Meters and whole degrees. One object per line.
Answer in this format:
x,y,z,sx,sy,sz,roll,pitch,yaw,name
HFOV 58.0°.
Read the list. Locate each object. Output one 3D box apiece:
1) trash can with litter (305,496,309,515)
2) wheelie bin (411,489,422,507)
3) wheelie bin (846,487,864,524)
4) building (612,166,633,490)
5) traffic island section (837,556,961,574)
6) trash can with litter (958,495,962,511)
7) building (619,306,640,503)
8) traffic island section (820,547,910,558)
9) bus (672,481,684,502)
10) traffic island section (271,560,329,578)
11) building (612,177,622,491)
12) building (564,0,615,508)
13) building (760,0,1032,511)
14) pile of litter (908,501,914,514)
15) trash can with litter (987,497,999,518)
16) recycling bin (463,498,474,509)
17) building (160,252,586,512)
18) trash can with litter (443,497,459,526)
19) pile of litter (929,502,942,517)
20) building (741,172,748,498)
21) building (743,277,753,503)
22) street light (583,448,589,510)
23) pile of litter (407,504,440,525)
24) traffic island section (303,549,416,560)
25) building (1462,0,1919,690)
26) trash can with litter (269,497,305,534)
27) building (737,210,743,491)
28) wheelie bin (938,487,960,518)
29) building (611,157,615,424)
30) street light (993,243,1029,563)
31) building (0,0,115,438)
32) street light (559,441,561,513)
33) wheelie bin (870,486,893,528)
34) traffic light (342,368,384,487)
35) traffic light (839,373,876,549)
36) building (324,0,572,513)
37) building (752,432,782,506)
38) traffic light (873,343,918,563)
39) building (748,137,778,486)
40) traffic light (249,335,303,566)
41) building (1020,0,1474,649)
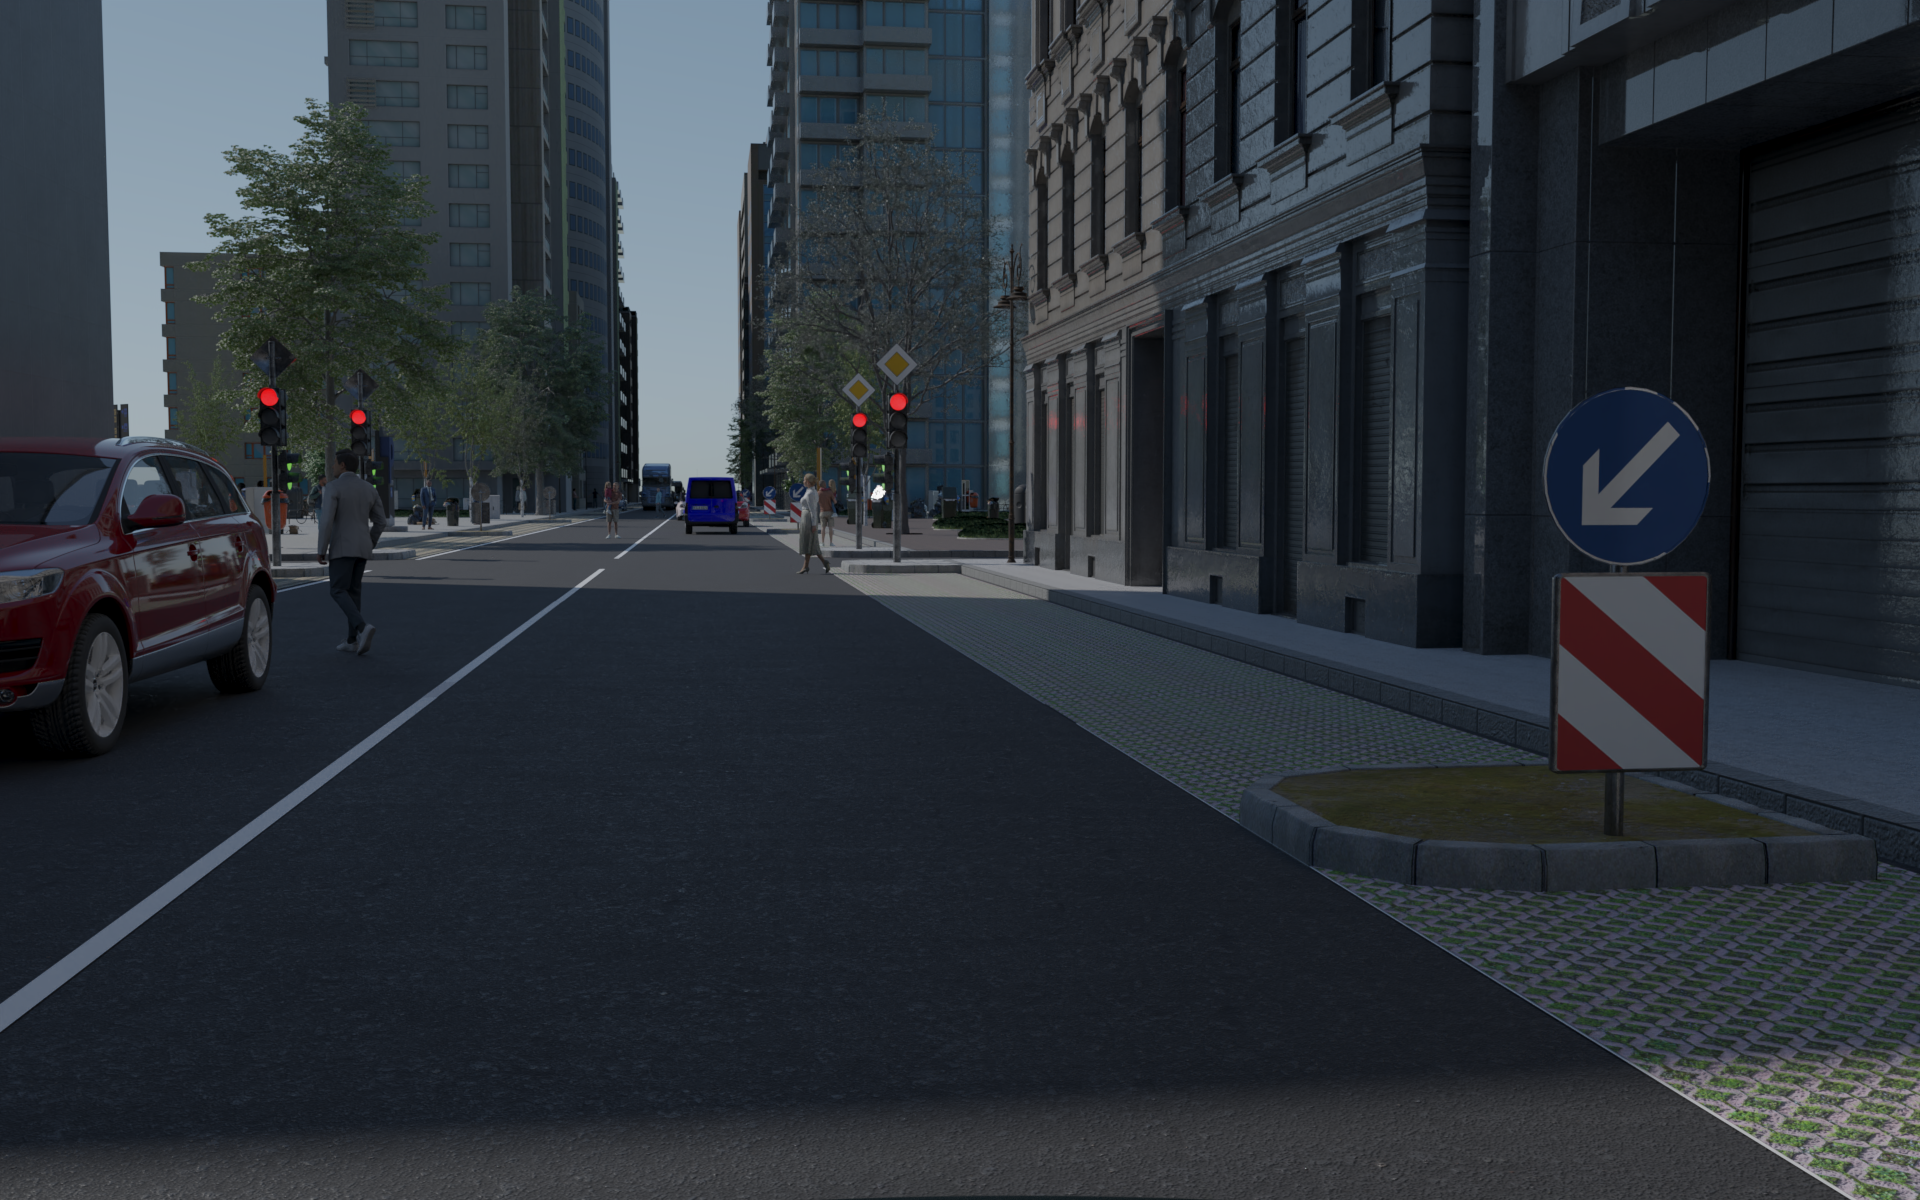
-39.189,-5.600,102.951,1.055,1.170,0.624,-3,5,-40,trash can with litter
-30.918,-5.581,99.162,0.693,1.594,0.980,1,4,23,wheelie bin
-4.388,-3.991,73.156,0.980,1.594,0.693,2,4,31,wheelie bin
-57.724,-37.848,238.424,23.786,49.044,30.456,-1,4,-8,building
-1.158,-0.623,32.464,2.009,0.180,2.903,-1,4,-8,traffic island section
-0.193,-5.060,93.794,1.678,1.210,2.233,1,4,19,trash can with litter
-55.936,-29.972,261.738,14.160,30.474,14.107,-1,4,-8,building
-2.331,-1.106,40.363,2.009,0.180,2.903,-1,4,-8,traffic island section
-38.902,-14.702,235.233,2.948,3.499,13.247,-1,4,-9,bus
-12.179,-0.523,30.838,2.009,0.180,2.903,-1,4,-8,traffic island section
-50.014,-32.588,216.402,14.154,41.232,14.086,-1,4,-8,building
-45.269,-38.323,168.582,21.231,58.520,28.212,-1,4,-8,building
-4.644,-32.129,144.918,23.786,49.044,30.456,-1,4,-8,building
-2.795,-5.894,110.335,1.719,0.858,1.176,-1,4,-17,pile of litter
1.349,-4.049,77.596,0.624,1.170,1.055,-2,4,-23,trash can with litter
-31.162,-5.959,109.988,0.722,1.027,0.722,-1,4,-18,recycling bin
-45.420,-18.042,140.031,27.650,21.520,28.899,-1,4,-8,building
-20.341,-3.539,69.249,0.624,1.170,1.055,-1,4,-18,trash can with litter
-1.036,-5.068,96.827,1.719,0.858,1.176,-2,4,-31,pile of litter
-20.411,-38.246,249.028,21.300,48.544,21.600,-1,4,-8,building
-21.855,-28.113,231.351,14.160,30.474,14.107,-1,4,-8,building
-30.843,-10.401,142.836,0.468,5.910,1.993,-1,4,-8,street light
-22.395,-3.572,72.373,1.176,0.858,1.719,2,4,29,pile of litter
-13.353,-1.006,38.737,2.009,0.180,2.903,-1,4,-8,traffic island section
11.502,-11.403,4.459,12.078,24.808,19.932,-1,4,-8,building
-21.576,-2.685,55.285,1.055,1.170,0.624,-1,4,-18,trash can with litter
-27.008,-37.682,266.212,14.600,45.320,14.200,-1,4,-8,building
-0.513,-4.190,76.416,0.980,1.594,0.693,-1,4,-9,wheelie bin
-47.874,-33.774,202.323,14.600,45.320,14.200,-1,4,-8,building
0.962,-3.633,32.181,0.468,5.910,1.993,-1,4,-8,street light
-25.252,-13.941,21.444,24.014,27.812,14.314,-1,4,-8,building
-26.735,-8.734,115.592,0.468,5.910,1.993,-1,4,-8,street light
-2.920,-3.488,64.935,0.980,1.594,0.693,3,5,43,wheelie bin
-13.311,-3.039,38.608,0.839,4.253,0.868,-1,4,-8,traffic light
-2.372,-3.139,40.243,0.839,4.253,0.868,-1,4,-8,traffic light
-34.560,-26.609,118.652,14.154,41.232,14.086,-1,4,-8,building
-9.488,-52.686,174.094,22.319,86.520,31.000,-1,4,-8,building
-1.199,-2.656,32.344,0.839,4.253,0.868,-1,4,-8,traffic light
-19.329,-34.672,216.989,14.600,45.320,14.200,-1,4,-8,building
-12.138,-2.556,30.709,0.839,4.253,0.868,-1,4,-8,traffic light
7.109,-10.647,23.225,9.793,20.994,18.267,-1,4,-8,building
